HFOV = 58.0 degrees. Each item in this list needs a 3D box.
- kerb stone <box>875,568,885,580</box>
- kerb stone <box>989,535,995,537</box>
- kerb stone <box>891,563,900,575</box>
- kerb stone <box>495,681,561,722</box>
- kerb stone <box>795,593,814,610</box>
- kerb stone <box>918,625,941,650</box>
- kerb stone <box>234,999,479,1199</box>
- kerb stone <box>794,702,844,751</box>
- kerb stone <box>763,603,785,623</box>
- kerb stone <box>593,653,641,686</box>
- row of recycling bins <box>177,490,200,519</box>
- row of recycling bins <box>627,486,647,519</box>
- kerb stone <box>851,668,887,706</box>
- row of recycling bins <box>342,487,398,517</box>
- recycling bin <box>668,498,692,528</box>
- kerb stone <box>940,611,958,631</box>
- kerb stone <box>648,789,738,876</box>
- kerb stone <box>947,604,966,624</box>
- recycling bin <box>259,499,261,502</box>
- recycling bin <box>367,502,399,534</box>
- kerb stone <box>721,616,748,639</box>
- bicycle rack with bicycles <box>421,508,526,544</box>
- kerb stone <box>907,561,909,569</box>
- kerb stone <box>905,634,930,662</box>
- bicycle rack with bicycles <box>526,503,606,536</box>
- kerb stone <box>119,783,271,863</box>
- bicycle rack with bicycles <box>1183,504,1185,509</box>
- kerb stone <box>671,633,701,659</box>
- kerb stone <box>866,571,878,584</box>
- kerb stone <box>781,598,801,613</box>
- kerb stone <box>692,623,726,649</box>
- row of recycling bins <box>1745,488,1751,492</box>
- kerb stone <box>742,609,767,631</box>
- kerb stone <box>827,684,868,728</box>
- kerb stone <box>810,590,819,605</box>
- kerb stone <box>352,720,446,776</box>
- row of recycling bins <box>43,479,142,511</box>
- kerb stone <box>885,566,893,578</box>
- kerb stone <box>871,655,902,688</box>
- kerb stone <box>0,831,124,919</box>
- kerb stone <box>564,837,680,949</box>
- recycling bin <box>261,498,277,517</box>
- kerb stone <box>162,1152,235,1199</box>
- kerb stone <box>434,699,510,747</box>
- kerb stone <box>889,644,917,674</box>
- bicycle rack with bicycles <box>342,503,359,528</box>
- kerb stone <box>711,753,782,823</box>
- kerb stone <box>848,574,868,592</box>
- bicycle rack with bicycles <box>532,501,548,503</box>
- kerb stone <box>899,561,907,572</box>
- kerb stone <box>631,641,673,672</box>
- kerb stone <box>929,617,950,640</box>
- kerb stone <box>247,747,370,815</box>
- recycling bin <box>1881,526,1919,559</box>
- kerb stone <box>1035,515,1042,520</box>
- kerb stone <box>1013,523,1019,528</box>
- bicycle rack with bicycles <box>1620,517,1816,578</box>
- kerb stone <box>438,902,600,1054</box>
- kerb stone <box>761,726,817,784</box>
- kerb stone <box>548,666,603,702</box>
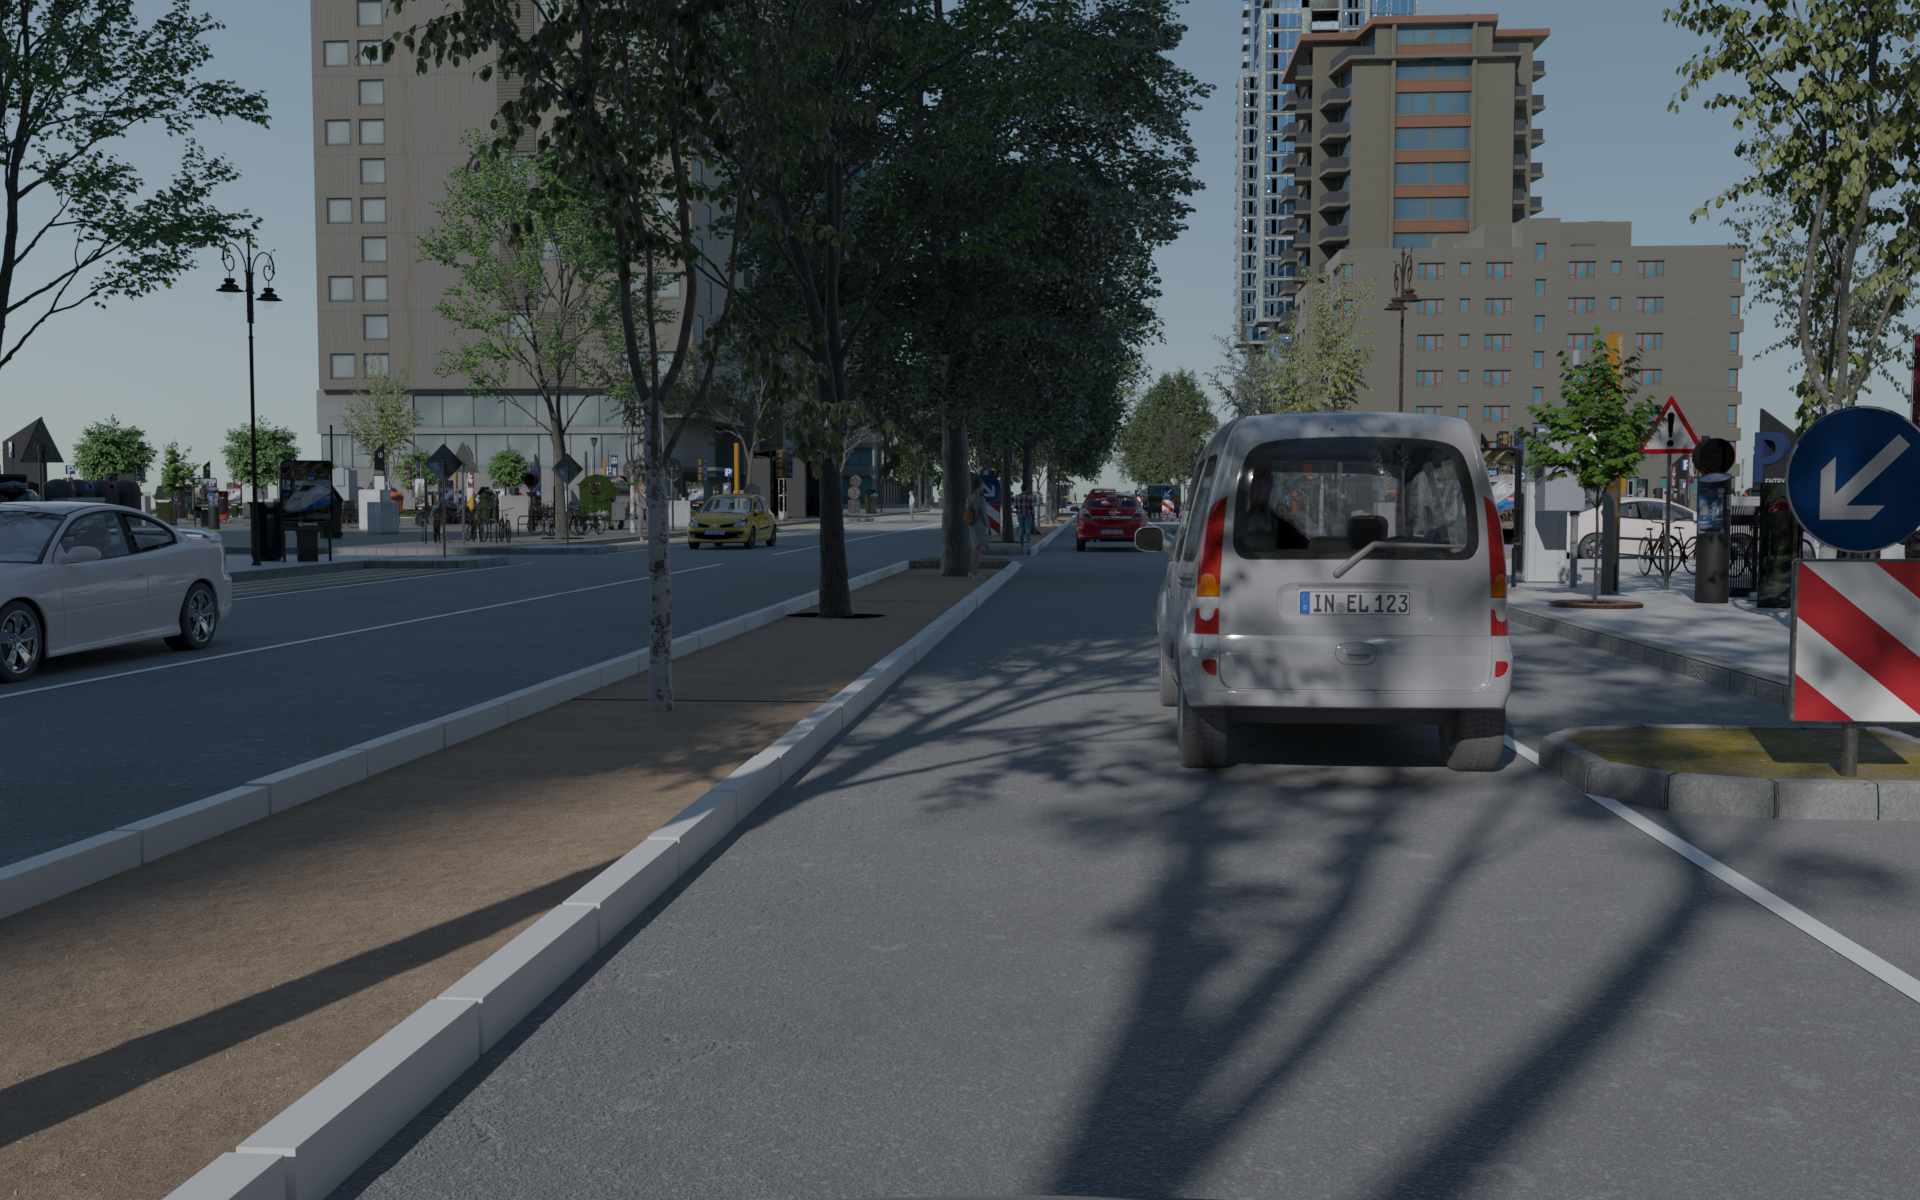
[{"bbox_3d":[-1.398,-0.394,28.639,0.120,0.150,1.000,0,4,5],"label":"kerb stone"},{"bbox_3d":[1.168,-2.295,59.808,0.120,0.150,1.000,0,4,5],"label":"kerb stone"},{"bbox_3d":[-1.228,-0.516,30.676,0.120,0.150,1.000,0,4,5],"label":"kerb stone"},{"bbox_3d":[-2.824,0.670,11.248,0.120,0.150,1.000,0,4,5],"label":"kerb stone"},{"bbox_3d":[-1.989,0.044,21.482,0.120,0.150,1.000,0,4,5],"label":"kerb stone"},{"bbox_3d":[-0.312,0.371,16.164,0.120,0.150,1.000,0,4,5],"label":"kerb stone"},{"bbox_3d":[-1.322,1.119,3.900,0.120,0.150,1.000,0,4,5],"label":"kerb stone"},{"bbox_3d":[-0.820,0.743,10.045,0.120,0.150,1.000,0,4,5],"label":"kerb stone"},{"bbox_3d":[-2.149,0.171,19.437,0.120,0.150,1.000,0,4,5],"label":"kerb stone"},{"bbox_3d":[-2.660,0.545,13.286,0.120,0.150,1.000,0,4,5],"label":"kerb stone"},{"bbox_3d":[-41.329,-5.203,92.177,1.069,1.692,3.534,0,4,-6],"label":"row of recycling bins"},{"bbox_3d":[-17.491,-5.105,90.581,3.534,1.692,1.069,-1,4,-9],"label":"row of recycling bins"},{"bbox_3d":[-0.649,0.619,12.083,0.120,0.150,1.000,0,4,5],"label":"kerb stone"},{"bbox_3d":[-33.192,-5.497,96.984,3.534,1.692,1.069,-3,5,-42],"label":"row of recycling bins"},{"bbox_3d":[-10.720,-3.271,66.038,0.722,1.027,0.722,-2,4,-29],"label":"recycling bin"},{"bbox_3d":[-0.151,0.249,18.210,0.120,0.150,1.000,0,4,5],"label":"kerb stone"},{"bbox_3d":[-1.068,0.931,6.976,0.120,0.150,1.000,0,4,5],"label":"kerb stone"},{"bbox_3d":[-0.066,0.181,19.236,0.120,0.150,1.000,0,4,5],"label":"kerb stone"},{"bbox_3d":[-48.113,-6.546,119.580,0.722,1.027,0.722,-2,4,-35],"label":"recycling bin"},{"bbox_3d":[-18.664,-2.658,56.020,0.722,1.027,0.722,2,4,30],"label":"recycling bin"},{"bbox_3d":[-2.320,0.295,17.387,0.120,0.150,1.000,0,4,5],"label":"kerb stone"},{"bbox_3d":[-13.139,-1.986,45.856,2.852,0.926,2.925,-1,4,-19],"label":"bicycle rack with bicycles"},{"bbox_3d":[-1.057,-0.643,32.714,0.120,0.150,1.000,0,4,5],"label":"kerb stone"},{"bbox_3d":[-0.392,0.434,15.144,0.120,0.150,1.000,0,4,5],"label":"kerb stone"},{"bbox_3d":[-12.331,-2.488,54.063,2.852,0.926,2.925,3,5,45],"label":"bicycle rack with bicycles"},{"bbox_3d":[-3.160,0.929,7.168,0.120,0.150,1.000,0,4,5],"label":"kerb stone"},{"bbox_3d":[15.925,-6.059,112.439,2.852,0.926,2.925,3,5,41],"label":"bicycle rack with bicycles"},{"bbox_3d":[-2.490,0.428,15.340,0.120,0.150,1.000,0,4,5],"label":"kerb stone"},{"bbox_3d":[-1.480,-0.332,27.616,0.120,0.150,1.000,0,4,5],"label":"kerb stone"},{"bbox_3d":[-2.060,0.106,20.455,0.120,0.150,1.000,0,4,5],"label":"kerb stone"},{"bbox_3d":[-2.399,0.357,16.362,0.120,0.150,1.000,0,4,5],"label":"kerb stone"},{"bbox_3d":[50.011,-6.158,107.794,1.069,1.692,3.534,0,4,-7],"label":"row of recycling bins"},{"bbox_3d":[-2.231,0.231,18.412,0.120,0.150,1.000,0,4,5],"label":"kerb stone"},{"bbox_3d":[-0.732,0.681,11.064,0.120,0.150,1.000,0,4,5],"label":"kerb stone"},{"bbox_3d":[-1.898,-0.019,22.500,0.120,0.150,1.000,0,4,5],"label":"kerb stone"},{"bbox_3d":[-2.995,0.794,9.208,0.120,0.150,1.000,0,4,5],"label":"kerb stone"},{"bbox_3d":[-24.128,-2.506,48.089,1.069,1.692,3.534,1,4,11],"label":"row of recycling bins"},{"bbox_3d":[-1.312,-0.456,29.657,0.120,0.150,1.000,0,4,5],"label":"kerb stone"},{"bbox_3d":[-0.572,0.556,13.102,0.120,0.150,1.000,0,4,5],"label":"kerb stone"},{"bbox_3d":[-3.243,0.992,6.150,0.120,0.150,1.000,0,4,5],"label":"kerb stone"},{"bbox_3d":[-1.151,0.997,5.950,0.120,0.150,1.000,0,4,5],"label":"kerb stone"},{"bbox_3d":[-40.924,-5.539,103.121,0.722,1.027,0.722,2,4,33],"label":"recycling bin"},{"bbox_3d":[-1.413,1.182,2.876,0.120,0.150,1.000,0,4,5],"label":"kerb stone"},{"bbox_3d":[-2.904,0.732,10.226,0.120,0.150,1.000,0,4,5],"label":"kerb stone"},{"bbox_3d":[-0.487,0.495,14.121,0.120,0.150,1.000,0,4,5],"label":"kerb stone"},{"bbox_3d":[-23.140,-3.164,65.107,2.925,0.926,2.852,-3,4,-39],"label":"bicycle rack with bicycles"},{"bbox_3d":[-0.985,0.868,8.003,0.120,0.150,1.000,0,4,5],"label":"kerb stone"},{"bbox_3d":[-1.573,-0.269,26.598,0.120,0.150,1.000,0,4,5],"label":"kerb stone"},{"bbox_3d":[-16.170,-3.425,69.381,2.852,0.926,2.925,-1,4,-10],"label":"bicycle rack with bicycles"},{"bbox_3d":[-1.141,-0.580,31.695,0.120,0.150,1.000,0,4,5],"label":"kerb stone"},{"bbox_3d":[-2.575,0.482,14.319,0.120,0.150,1.000,0,4,5],"label":"kerb stone"},{"bbox_3d":[-0.230,0.307,17.183,0.120,0.150,1.000,0,4,5],"label":"kerb stone"},{"bbox_3d":[-3.073,0.857,8.186,0.120,0.150,1.000,0,4,5],"label":"kerb stone"},{"bbox_3d":[13.449,-0.757,24.933,0.722,1.027,0.722,1,4,20],"label":"recycling bin"},{"bbox_3d":[4.617,-4.858,101.706,0.120,0.150,1.000,0,4,5],"label":"kerb stone"},{"bbox_3d":[2.510,-3.291,76.158,0.120,0.150,1.000,0,4,5],"label":"kerb stone"},{"bbox_3d":[11.379,-0.822,26.828,2.852,0.926,2.925,0,4,-5],"label":"bicycle rack with bicycles"},{"bbox_3d":[-1.237,1.060,4.926,0.120,0.150,1.000,0,4,5],"label":"kerb stone"},{"bbox_3d":[-0.898,0.810,9.022,0.120,0.150,1.000,0,4,5],"label":"kerb stone"},{"bbox_3d":[-2.747,0.607,12.268,0.120,0.150,1.000,0,4,5],"label":"kerb stone"}]
